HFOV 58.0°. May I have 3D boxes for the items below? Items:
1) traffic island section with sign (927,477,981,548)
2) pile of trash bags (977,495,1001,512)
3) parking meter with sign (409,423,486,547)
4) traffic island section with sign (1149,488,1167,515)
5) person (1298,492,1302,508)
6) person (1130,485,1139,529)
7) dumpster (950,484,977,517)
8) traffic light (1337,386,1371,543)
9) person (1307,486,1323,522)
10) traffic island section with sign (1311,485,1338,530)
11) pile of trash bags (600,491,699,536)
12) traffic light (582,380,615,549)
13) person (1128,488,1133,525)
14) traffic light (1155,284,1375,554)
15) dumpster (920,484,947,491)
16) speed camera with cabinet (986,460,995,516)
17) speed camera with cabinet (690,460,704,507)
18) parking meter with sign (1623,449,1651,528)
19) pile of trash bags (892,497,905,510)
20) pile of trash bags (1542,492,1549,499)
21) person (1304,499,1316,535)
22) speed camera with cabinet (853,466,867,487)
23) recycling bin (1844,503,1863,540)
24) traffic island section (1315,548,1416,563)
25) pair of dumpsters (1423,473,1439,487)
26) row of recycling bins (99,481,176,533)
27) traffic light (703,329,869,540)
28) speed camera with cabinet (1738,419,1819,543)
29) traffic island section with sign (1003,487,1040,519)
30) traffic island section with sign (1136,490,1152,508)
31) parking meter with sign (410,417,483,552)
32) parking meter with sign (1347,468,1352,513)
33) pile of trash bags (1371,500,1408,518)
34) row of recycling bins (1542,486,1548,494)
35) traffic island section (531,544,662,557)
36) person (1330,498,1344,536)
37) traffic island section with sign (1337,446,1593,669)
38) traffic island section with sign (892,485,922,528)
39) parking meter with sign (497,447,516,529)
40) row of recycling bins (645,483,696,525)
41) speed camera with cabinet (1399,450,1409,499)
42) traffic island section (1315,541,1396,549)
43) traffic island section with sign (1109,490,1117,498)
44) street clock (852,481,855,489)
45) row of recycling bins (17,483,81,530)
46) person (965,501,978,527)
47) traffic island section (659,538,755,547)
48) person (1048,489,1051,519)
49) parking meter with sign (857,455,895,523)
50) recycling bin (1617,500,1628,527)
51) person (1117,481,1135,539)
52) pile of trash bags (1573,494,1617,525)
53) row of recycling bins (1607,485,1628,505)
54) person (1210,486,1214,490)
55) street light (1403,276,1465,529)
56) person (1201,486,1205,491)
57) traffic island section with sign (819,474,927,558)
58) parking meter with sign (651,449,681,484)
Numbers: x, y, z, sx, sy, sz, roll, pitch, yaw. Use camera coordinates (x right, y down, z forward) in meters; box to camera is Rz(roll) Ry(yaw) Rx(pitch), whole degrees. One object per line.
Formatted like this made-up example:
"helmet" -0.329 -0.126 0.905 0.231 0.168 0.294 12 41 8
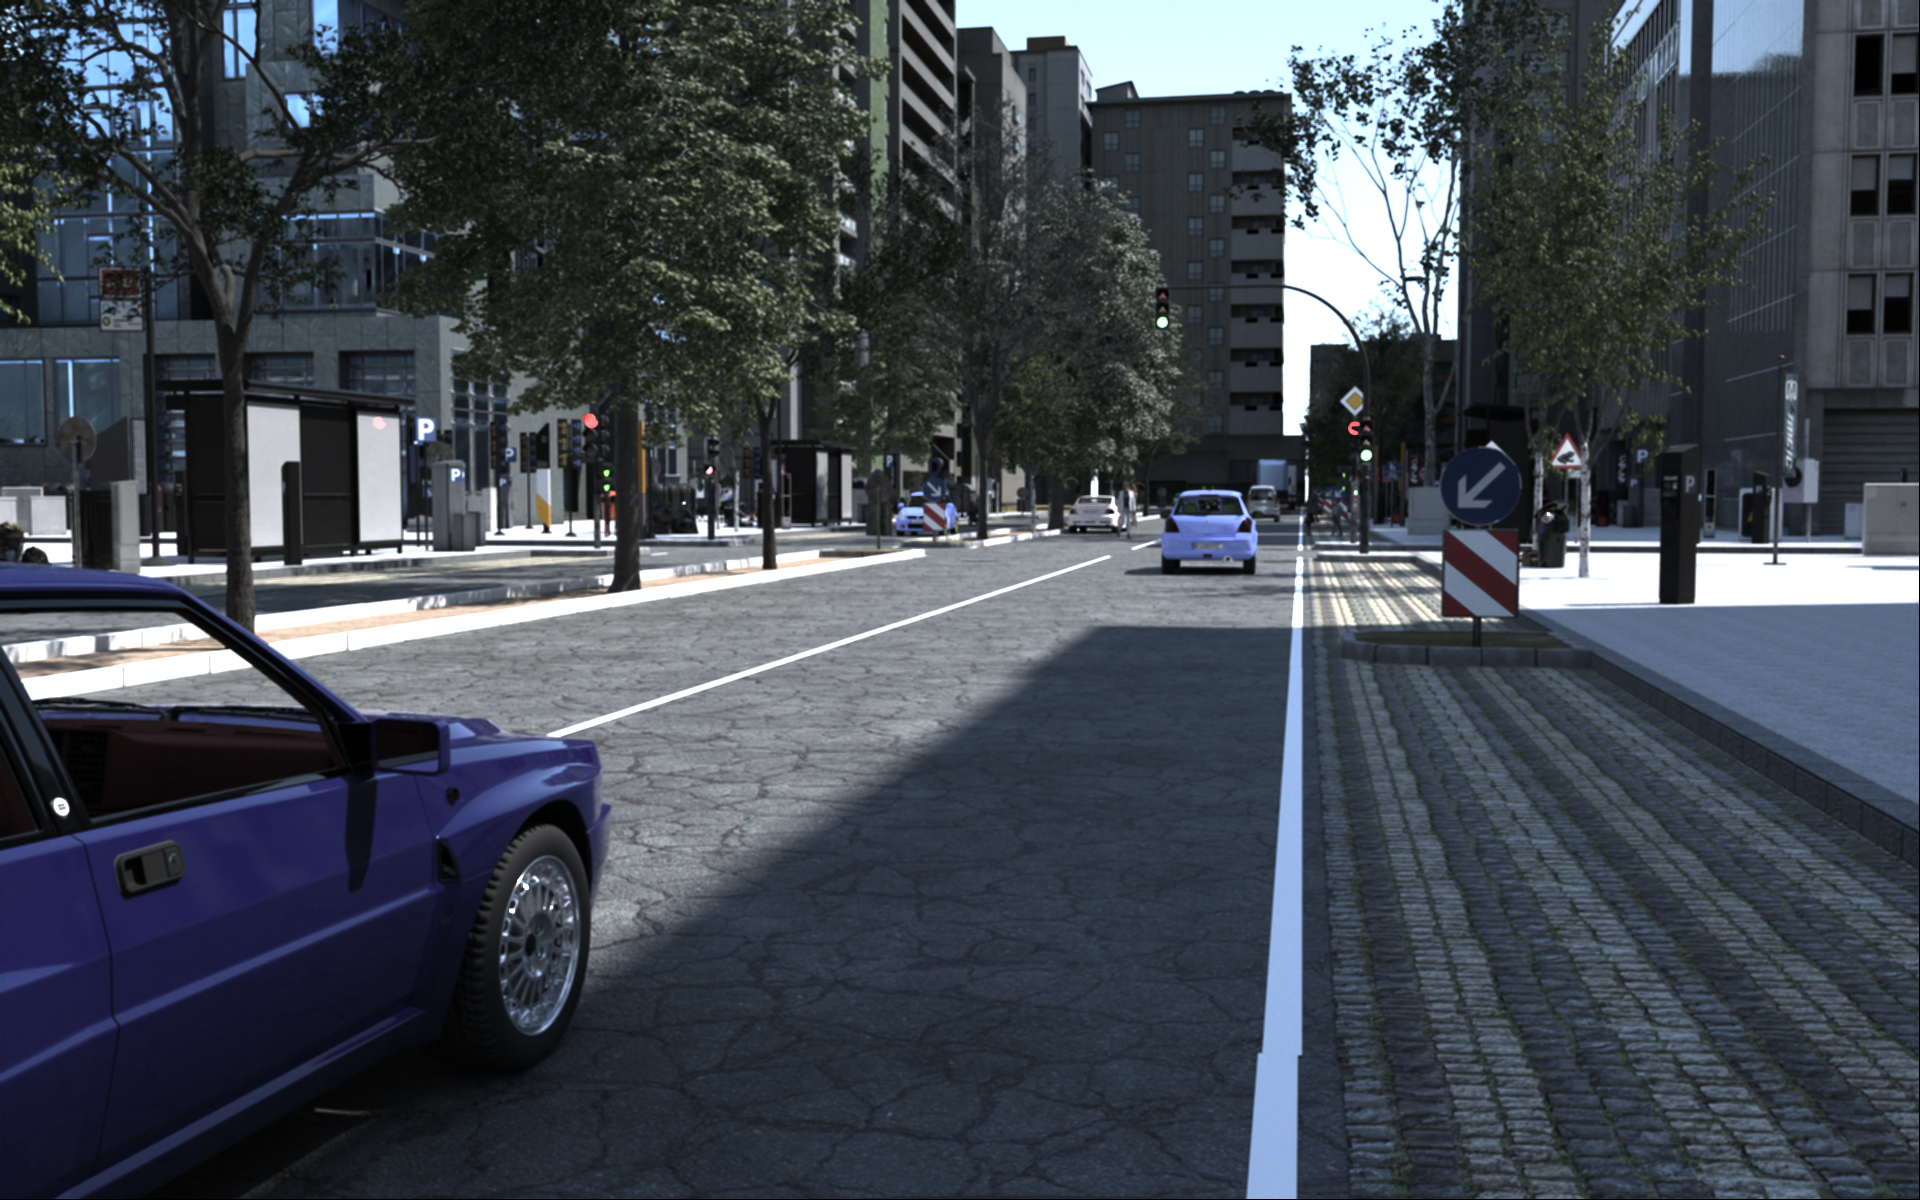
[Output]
"traffic island section with sign" -0.562 -2.373 46.931 2.006 1.907 1.989 1 4 11
"pile of trash bags" 1.294 -6.822 121.295 3.447 1.369 1.912 1 4 12
"parking meter with sign" -12.462 -2.813 42.252 1.738 3.016 0.543 1 4 9
"traffic island section with sign" 14.002 -6.882 120.650 2.006 1.907 1.989 1 4 11
"person" 35.181 -10.344 179.085 0.415 1.643 0.593 1 4 18
"person" 7.157 -3.869 71.733 0.573 1.828 0.580 0 4 -6
"dumpster" 0.196 -5.639 97.953 1.264 1.857 1.865 1 4 11
"traffic light" 10.231 -3.432 45.036 0.839 4.253 0.868 1 4 11
"person" 17.878 -4.829 87.411 0.822 1.834 0.622 1 4 15
"traffic island section with sign" 15.054 -3.709 69.274 1.989 1.847 2.006 1 4 11
"pile of trash bags" -9.994 -2.750 54.723 1.912 1.369 3.447 3 4 36
"traffic light" -8.501 -3.159 40.570 0.839 4.253 0.868 1 4 11
"person" 7.403 -4.101 76.230 0.598 1.740 0.731 -2 4 -33
"traffic light" 6.613 -3.841 37.467 4.771 5.953 1.251 1 4 11
"dumpster" -1.449 -5.127 89.577 1.264 1.857 1.865 1 4 11
"speed camera with cabinet" 1.581 -6.518 100.904 0.660 3.252 2.038 1 4 11
"speed camera with cabinet" -15.642 -6.466 100.054 0.660 3.252 2.038 2 4 31
"parking meter with sign" 25.903 -4.290 66.401 0.543 3.016 1.738 3 4 38
"pile of trash bags" -3.112 -6.903 122.616 3.447 1.369 1.912 -1 4 -14
"pile of trash bags" 24.856 -4.148 77.579 3.447 1.369 1.912 -1 4 -19
"person" 12.063 -2.844 59.663 0.362 1.253 0.373 -3 4 -36
"speed camera with cabinet" -6.077 -6.061 93.434 2.038 3.252 0.660 0 4 2
"recycling bin" 25.363 -2.219 48.839 0.722 1.027 0.722 2 4 28
"traffic island section" 8.719 -0.919 37.309 2.009 0.180 2.903 1 4 11
"pair of dumpsters" 22.388 -4.777 80.598 1.574 2.255 4.437 1 4 11
"row of recycling bins" -26.908 -3.039 56.808 1.069 1.692 3.534 1 4 11
"traffic light" -4.883 -4.487 48.034 4.771 5.953 1.251 1 4 11
"speed camera with cabinet" 21.774 -3.166 46.098 0.660 3.252 2.038 -2 4 -25
"traffic island section with sign" 3.601 -5.610 100.354 1.989 1.847 2.006 1 4 11
"traffic island section with sign" 18.413 -10.194 175.306 1.989 1.847 2.006 1 4 11
"parking meter with sign" -11.555 -2.613 38.988 1.738 3.016 0.543 3 5 40
"parking meter with sign" 26.448 -7.343 116.321 0.543 3.016 1.738 -1 4 -15
"pile of trash bags" 23.924 -5.248 95.563 1.912 1.369 3.447 2 4 30
"row of recycling bins" 25.936 -4.560 81.671 3.534 1.692 1.069 2 4 33
"traffic island section" -8.538 -1.127 40.713 2.009 0.180 2.903 1 4 11
"person" 12.769 -2.802 58.583 0.475 1.303 0.640 3 5 40
"traffic island section with sign" 4.381 -0.404 15.228 1.989 1.847 2.006 1 4 11
"traffic island section with sign" -1.881 -3.920 72.726 1.989 1.847 2.006 1 4 11
"parking meter with sign" -16.828 -4.139 63.941 0.543 3.016 1.738 0 4 -2
"row of recycling bins" -10.664 -3.488 64.140 1.069 1.692 3.534 1 4 12
"speed camera with cabinet" 20.452 -5.035 76.657 0.660 3.252 2.038 -3 5 -44
"traffic island section" 10.268 -1.398 45.143 2.009 0.180 2.903 1 4 11
"traffic island section with sign" 13.127 -8.559 148.565 1.989 1.847 2.006 1 4 11
"street clock" -5.789 -5.379 92.509 0.358 2.002 0.471 1 4 17
"row of recycling bins" -33.154 -3.420 63.027 3.534 1.692 1.069 2 4 33
"person" 0.670 -3.766 75.575 1.012 1.151 0.738 0 4 -7
"traffic island section" -6.990 -1.606 48.547 2.009 0.180 2.903 1 4 11
"person" 5.234 -5.566 100.045 0.362 1.759 0.519 1 4 15
"parking meter with sign" -3.718 -4.897 76.332 1.738 3.016 0.543 -3 5 -40
"recycling bin" 26.424 -3.429 68.625 0.722 1.027 0.722 1 4 21
"person" 5.284 -2.875 55.386 0.514 1.842 0.818 -1 4 -19
"pile of trash bags" 27.207 -3.887 73.306 1.912 1.369 3.447 -1 4 -20
"row of recycling bins" 29.106 -4.253 76.653 1.069 1.692 3.534 1 4 19
"person" 12.404 -4.712 85.503 0.822 1.834 0.622 -2 4 -33
"street light" 10.123 -3.937 36.906 1.470 5.913 1.316 1 4 11
"person" 12.483 -4.907 88.502 0.659 1.850 0.755 0 4 -8
"traffic island section with sign" -2.008 -1.928 39.666 2.006 1.907 1.989 1 4 11
"parking meter with sign" -11.201 -4.350 67.381 1.738 3.016 0.543 0 4 -5
